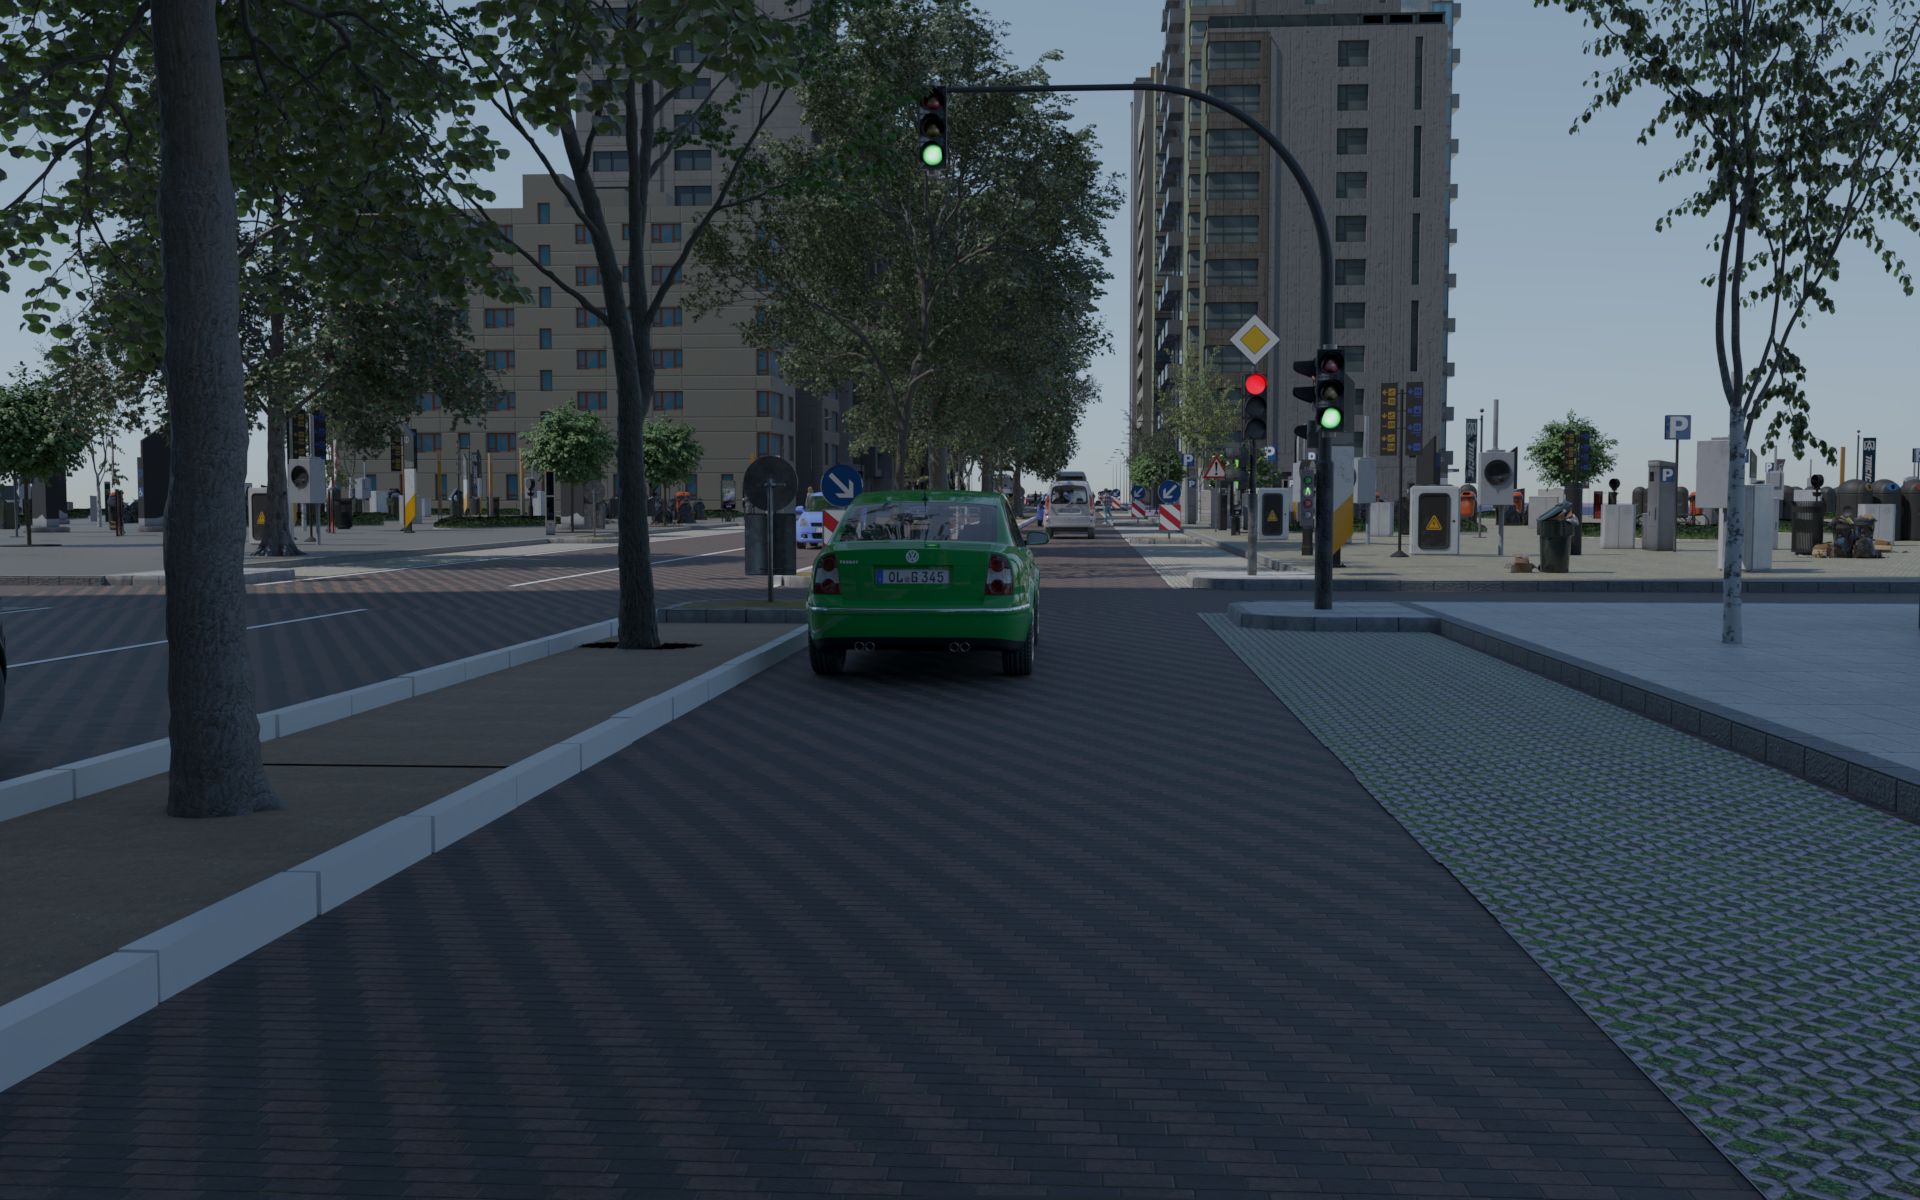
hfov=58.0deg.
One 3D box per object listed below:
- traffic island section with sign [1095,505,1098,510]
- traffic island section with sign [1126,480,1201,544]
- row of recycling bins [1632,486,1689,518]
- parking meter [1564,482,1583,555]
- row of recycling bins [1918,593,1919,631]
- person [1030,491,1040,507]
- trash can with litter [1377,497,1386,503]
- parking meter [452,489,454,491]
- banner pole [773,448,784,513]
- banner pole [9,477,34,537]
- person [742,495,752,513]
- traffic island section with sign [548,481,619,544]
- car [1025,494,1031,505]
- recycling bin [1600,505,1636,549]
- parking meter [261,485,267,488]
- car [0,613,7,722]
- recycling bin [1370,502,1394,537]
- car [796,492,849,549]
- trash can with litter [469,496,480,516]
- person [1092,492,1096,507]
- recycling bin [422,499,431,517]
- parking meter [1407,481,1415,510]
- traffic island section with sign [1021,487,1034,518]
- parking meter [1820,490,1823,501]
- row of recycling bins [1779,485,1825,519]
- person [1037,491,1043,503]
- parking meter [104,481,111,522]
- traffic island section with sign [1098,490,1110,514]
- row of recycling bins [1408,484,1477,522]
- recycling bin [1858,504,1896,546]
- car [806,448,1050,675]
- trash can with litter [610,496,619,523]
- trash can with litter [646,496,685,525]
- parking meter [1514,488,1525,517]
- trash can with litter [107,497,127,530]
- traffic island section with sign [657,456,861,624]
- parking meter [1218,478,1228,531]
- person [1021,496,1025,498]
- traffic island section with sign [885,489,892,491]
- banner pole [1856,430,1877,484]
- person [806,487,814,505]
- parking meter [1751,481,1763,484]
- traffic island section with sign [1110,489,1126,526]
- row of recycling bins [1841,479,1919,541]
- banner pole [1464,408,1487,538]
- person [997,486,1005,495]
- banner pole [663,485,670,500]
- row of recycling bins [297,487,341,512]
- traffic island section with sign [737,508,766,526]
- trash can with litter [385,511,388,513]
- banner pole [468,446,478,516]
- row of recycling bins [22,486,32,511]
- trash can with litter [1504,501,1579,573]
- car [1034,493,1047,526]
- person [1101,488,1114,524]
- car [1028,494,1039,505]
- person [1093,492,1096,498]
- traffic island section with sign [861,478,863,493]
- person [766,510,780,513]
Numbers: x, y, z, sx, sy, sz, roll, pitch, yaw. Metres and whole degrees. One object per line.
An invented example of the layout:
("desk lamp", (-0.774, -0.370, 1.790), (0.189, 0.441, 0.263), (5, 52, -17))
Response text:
("traffic island section with sign", (13.223, -8.893, 154.032), (1.989, 1.847, 2.006), (0, 4, 4))
("traffic island section with sign", (5.906, -2.530, 49.997), (1.989, 1.847, 2.006), (0, 4, 4))
("row of recycling bins", (37.806, -5.289, 93.595), (1.069, 1.692, 3.534), (-2, 4, -27))
("parking meter", (12.917, -1.718, 36.498), (0.372, 1.533, 0.369), (0, 3, 0))
("row of recycling bins", (10.080, -0.586, 16.696), (1.069, 1.692, 3.534), (3, 5, 43))
("person", (8.382, -11.265, 192.698), (1.348, 1.821, 0.705), (-2, 4, -31))
("trash can with litter", (14.874, -2.961, 59.800), (1.055, 1.170, 0.624), (0, 4, 7))
("parking meter", (-26.402, -5.038, 90.779), (0.372, 1.533, 0.369), (0, 3, 0))
("banner pole", (-9.772, -6.352, 93.874), (0.863, 3.779, 0.401), (2, 4, 26))
("banner pole", (-27.914, -3.762, 51.534), (0.401, 3.779, 0.863), (2, 4, 24))
("person", (-9.270, -4.109, 75.492), (0.447, 1.846, 0.655), (0, 4, -3))
("traffic island section with sign", (-10.773, -2.565, 50.570), (1.989, 1.847, 2.006), (0, 4, 4))
("car", (9.956, -14.080, 239.240), (2.155, 1.783, 4.494), (0, 4, 4))
("recycling bin", (15.464, -1.722, 40.706), (0.722, 1.027, 0.722), (1, 4, 17))
("parking meter", (-42.204, -6.080, 105.113), (0.399, 1.863, 0.255), (-1, 4, -21))
("car", (-6.323, 0.100, 8.149), (2.009, 1.686, 4.222), (0, 4, 3))
("recycling bin", (12.713, -2.435, 52.371), (0.722, 1.027, 0.722), (1, 4, 20))
("car", (-3.367, -2.246, 46.315), (1.945, 1.707, 3.694), (0, 4, 3))
("trash can with litter", (-23.092, -4.299, 81.344), (2.233, 1.210, 1.678), (1, 4, 14))
("person", (14.816, -11.231, 193.050), (0.530, 1.710, 0.541), (-2, 4, -29))
("recycling bin", (-29.996, -5.142, 96.632), (0.722, 1.027, 0.722), (1, 4, 10))
("parking meter", (19.753, -4.295, 75.936), (0.255, 1.863, 0.399), (0, 4, -4))
("traffic island section with sign", (3.490, -5.764, 102.373), (2.006, 1.907, 1.989), (0, 4, 4))
("parking meter", (44.131, -4.933, 89.066), (0.372, 1.533, 0.369), (0, 3, 0))
("row of recycling bins", (45.390, -5.166, 91.573), (3.534, 1.692, 1.069), (-1, 4, -11))
("person", (9.134, -11.473, 196.798), (1.217, 1.736, 0.721), (2, 4, 28))
("parking meter", (-39.053, -4.505, 79.366), (0.255, 1.863, 0.399), (-2, 4, -26))
("traffic island section with sign", (11.285, -7.207, 126.461), (1.989, 1.847, 2.006), (0, 4, 4))
("row of recycling bins", (20.192, -4.005, 72.601), (1.069, 1.692, 3.534), (-2, 4, -32))
("recycling bin", (22.837, -1.873, 43.173), (0.722, 1.027, 0.722), (1, 4, 17))
("car", (-0.208, -0.386, 15.115), (1.959, 1.807, 4.718), (0, 4, 4))
("trash can with litter", (-15.665, -4.014, 76.688), (2.233, 1.210, 1.678), (-3, 5, -40))
("trash can with litter", (-12.565, -3.743, 72.248), (2.233, 1.210, 1.678), (-1, 4, -16))
("parking meter", (23.738, -3.975, 73.406), (0.372, 1.533, 0.369), (0, 3, 0))
("trash can with litter", (-30.174, -3.097, 62.023), (0.624, 1.170, 1.055), (-2, 4, -26))
("traffic island section with sign", (-2.305, -0.727, 20.030), (2.006, 1.907, 1.989), (0, 4, 4))
("parking meter", (9.262, -3.384, 61.042), (0.255, 1.863, 0.399), (0, 4, -5))
("person", (7.971, -12.662, 218.706), (0.628, 1.438, 0.799), (-3, 5, -43))
("traffic island section with sign", (-5.304, -7.312, 128.185), (1.989, 1.847, 2.006), (0, 4, 4))
("banner pole", (35.220, -4.738, 67.491), (0.863, 3.779, 0.401), (1, 4, 21))
("person", (-7.534, -4.860, 88.137), (0.709, 1.800, 0.728), (3, 5, 40))
("parking meter", (14.934, -1.486, 32.706), (0.372, 1.533, 0.369), (0, 3, 0))
("traffic island section with sign", (7.783, -4.175, 76.887), (1.989, 1.847, 2.006), (0, 4, 4))
("row of recycling bins", (25.770, -2.472, 47.525), (3.534, 1.692, 1.069), (0, 4, -6))
("banner pole", (15.036, -3.703, 50.564), (0.863, 3.779, 0.401), (-2, 4, -28))
("person", (1.929, -4.595, 83.638), (0.555, 1.821, 0.388), (-1, 4, -16))
("banner pole", (-15.072, -6.060, 89.100), (0.401, 3.779, 0.863), (1, 4, 20))
("row of recycling bins", (-36.689, -5.591, 98.522), (3.534, 1.692, 1.069), (2, 4, 24))
("traffic island section with sign", (-8.858, -4.229, 77.780), (1.989, 1.847, 2.006), (0, 4, 4))
("trash can with litter", (-31.500, -5.174, 95.986), (1.055, 1.170, 0.624), (-3, 5, -39))
("banner pole", (-25.578, -6.175, 90.985), (0.401, 3.779, 0.863), (2, 4, 35))
("row of recycling bins", (-48.774, -5.089, 90.310), (1.069, 1.692, 3.534), (0, 4, -1))
("trash can with litter", (9.462, -1.028, 28.196), (1.055, 1.170, 0.624), (0, 4, 2))
("car", (4.322, -4.192, 78.134), (1.945, 1.707, 3.694), (0, 4, 2))
("person", (7.040, -4.491, 82.760), (0.563, 1.720, 0.643), (-3, 4, -37))
("car", (9.901, -13.122, 226.341), (2.131, 1.459, 4.920), (0, 4, 3))
("person", (17.410, -13.355, 227.376), (1.217, 1.766, 0.721), (-3, 5, -44))
("traffic island section with sign", (-1.776, -1.179, 27.419), (2.006, 1.907, 1.989), (0, 4, 4))
("person", (-5.304, -2.490, 49.392), (0.537, 1.800, 0.526), (-1, 4, -21))
